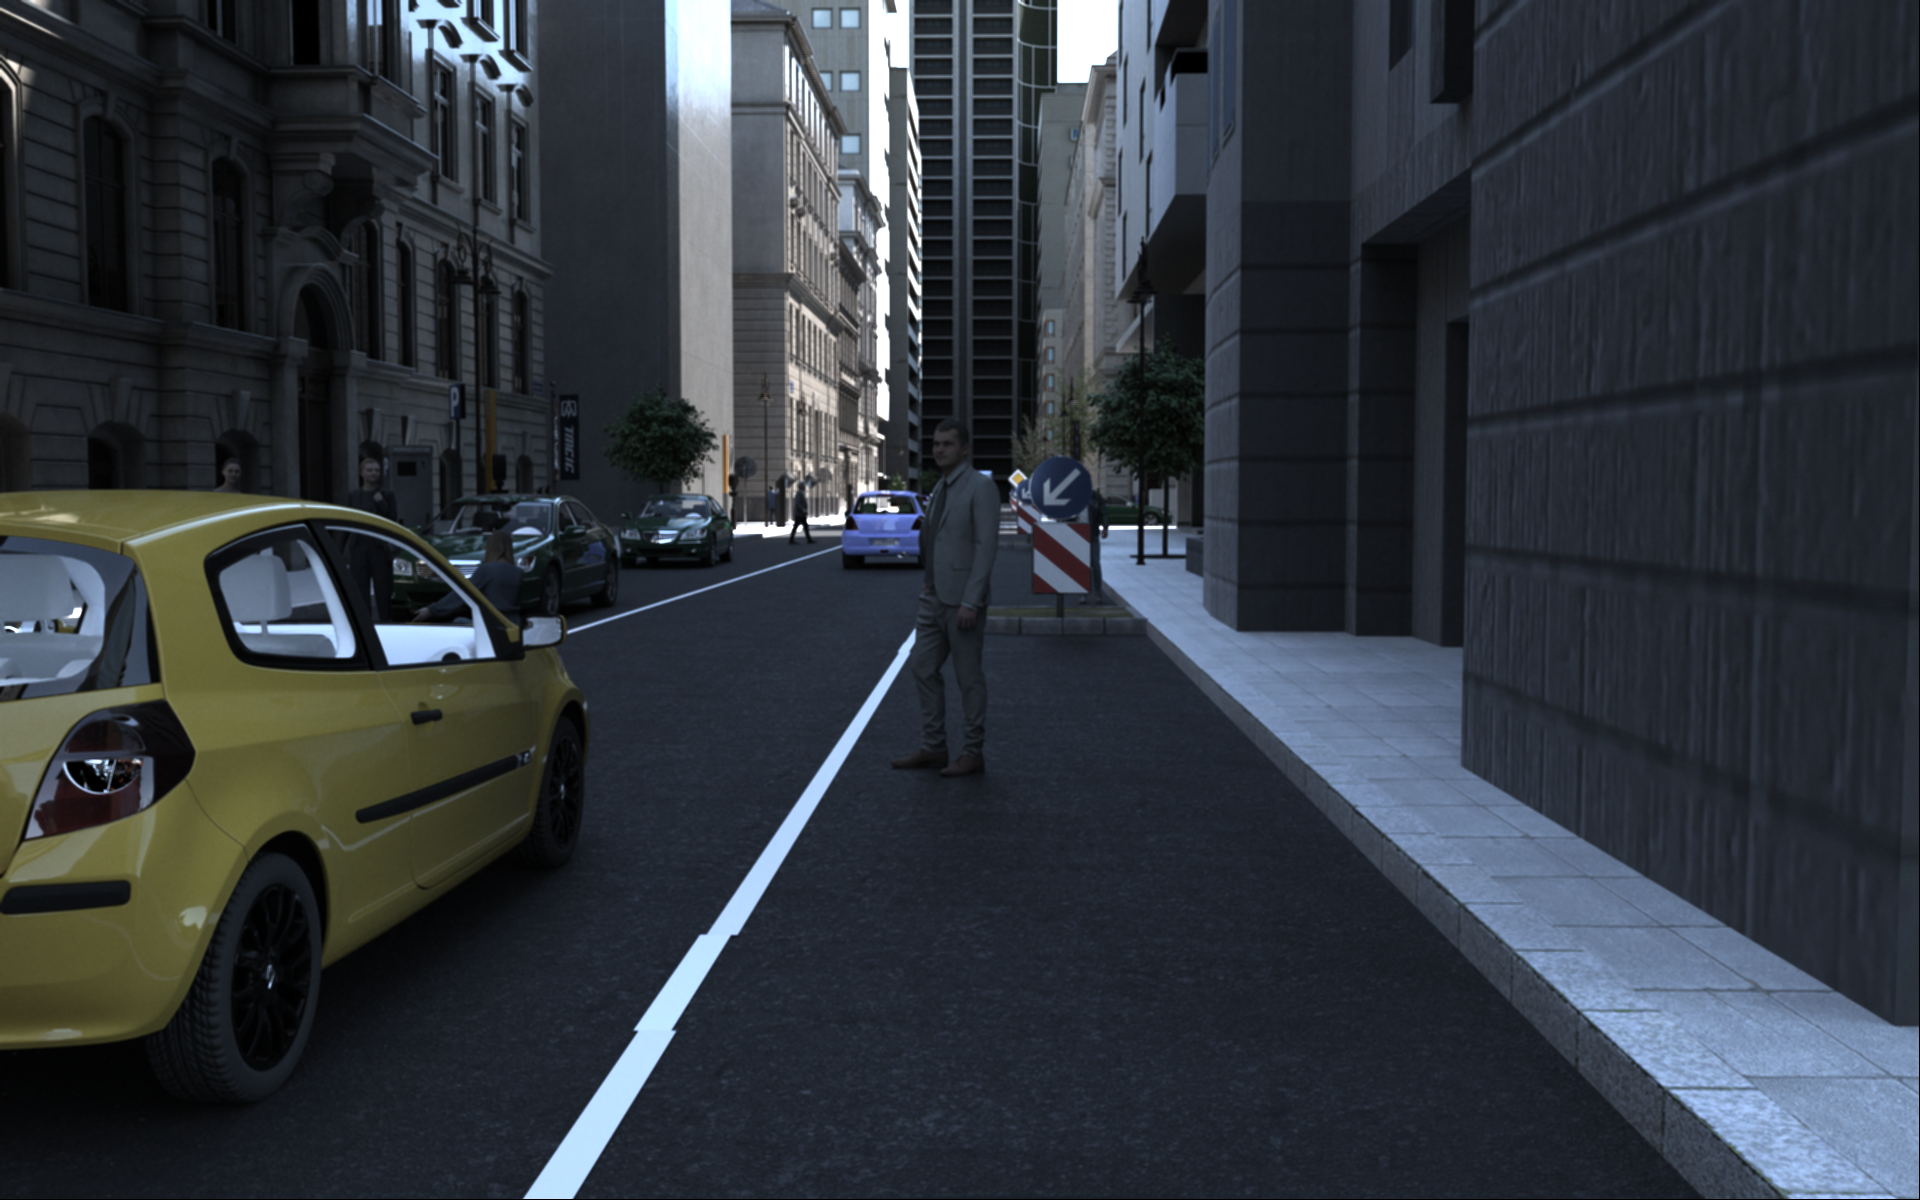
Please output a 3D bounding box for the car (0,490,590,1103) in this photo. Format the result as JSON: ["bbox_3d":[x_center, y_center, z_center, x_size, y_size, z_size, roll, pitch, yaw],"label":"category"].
[{"bbox_3d":[-2.403,0.287,5.531,2.015,1.641,3.980,0,4,2],"label":"car"}]

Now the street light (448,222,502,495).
[{"bbox_3d":[-8.296,-3.486,29.782,0.468,5.910,1.993,0,4,2],"label":"street light"}]

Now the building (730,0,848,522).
[{"bbox_3d":[-13.080,-17.878,89.569,12.463,27.353,25.104,0,4,2],"label":"building"}]

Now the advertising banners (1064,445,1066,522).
[{"bbox_3d":[3.723,-3.999,61.567,0.090,3.025,2.074,0,4,3],"label":"advertising banners"}]

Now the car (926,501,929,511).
[{"bbox_3d":[-0.659,-4.679,85.302,1.959,1.807,4.718,0,4,3],"label":"car"}]

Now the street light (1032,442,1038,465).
[{"bbox_3d":[6.537,-10.889,150.820,0.468,5.910,1.993,0,4,2],"label":"street light"}]

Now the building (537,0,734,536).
[{"bbox_3d":[-23.651,-14.747,60.186,30.058,24.678,14.314,0,4,2],"label":"building"}]

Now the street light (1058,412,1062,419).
[{"bbox_3d":[4.703,-6.470,78.576,0.468,5.910,1.993,0,4,2],"label":"street light"}]

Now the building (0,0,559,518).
[{"bbox_3d":[-16.802,-12.881,29.696,14.460,24.649,34.723,0,4,2],"label":"building"}]

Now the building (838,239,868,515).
[{"bbox_3d":[-11.974,-15.127,111.952,10.561,19.102,19.286,0,4,2],"label":"building"}]

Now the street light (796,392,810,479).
[{"bbox_3d":[-6.982,-6.384,77.168,0.468,5.910,1.993,0,4,2],"label":"street light"}]

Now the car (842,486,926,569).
[{"bbox_3d":[-1.383,-1.525,34.528,1.945,1.707,3.694,0,4,1],"label":"car"}]

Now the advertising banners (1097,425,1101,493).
[{"bbox_3d":[3.530,-2.935,44.178,0.090,3.025,2.074,0,4,4],"label":"advertising banners"}]

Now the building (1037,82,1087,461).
[{"bbox_3d":[19.826,-35.285,200.609,21.300,48.544,21.600,0,4,2],"label":"building"}]

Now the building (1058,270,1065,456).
[{"bbox_3d":[13.156,-17.876,141.419,9.793,20.994,18.267,0,4,2],"label":"building"}]

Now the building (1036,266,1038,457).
[{"bbox_3d":[16.597,-27.362,219.076,14.160,30.474,14.107,0,4,2],"label":"building"}]

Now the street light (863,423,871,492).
[{"bbox_3d":[-6.010,-8.565,112.828,0.468,5.910,1.993,0,4,2],"label":"street light"}]

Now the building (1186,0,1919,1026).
[{"bbox_3d":[13.122,-28.995,16.070,21.231,58.520,28.212,0,4,2],"label":"building"}]

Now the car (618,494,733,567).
[{"bbox_3d":[-5.742,-1.443,35.394,2.131,1.459,4.920,0,4,0],"label":"car"}]

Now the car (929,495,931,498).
[{"bbox_3d":[-2.160,-9.318,161.947,1.945,1.707,3.694,0,4,1],"label":"car"}]

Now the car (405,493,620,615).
[{"bbox_3d":[-5.378,-0.547,20.748,2.131,1.459,4.920,0,4,2],"label":"car"}]

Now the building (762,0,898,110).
[{"bbox_3d":[-20.904,-35.215,165.003,28.713,52.752,27.495,0,4,2],"label":"building"}]

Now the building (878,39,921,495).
[{"bbox_3d":[-15.720,-34.605,189.500,21.300,48.544,21.600,0,4,2],"label":"building"}]

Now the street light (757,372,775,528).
[{"bbox_3d":[-7.338,-5.674,65.551,0.468,5.910,1.993,0,4,2],"label":"street light"}]

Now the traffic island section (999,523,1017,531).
[{"bbox_3d":[2.312,-2.819,68.379,2.009,0.180,2.903,0,4,2],"label":"traffic island section"}]

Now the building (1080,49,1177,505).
[{"bbox_3d":[15.851,-15.460,81.650,19.941,23.489,11.050,0,4,2],"label":"building"}]

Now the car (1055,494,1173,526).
[{"bbox_3d":[6.395,-3.681,71.978,4.920,1.459,2.131,0,4,1],"label":"car"}]

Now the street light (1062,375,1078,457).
[{"bbox_3d":[4.342,-5.798,67.592,0.468,5.910,1.993,0,4,2],"label":"street light"}]

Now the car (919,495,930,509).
[{"bbox_3d":[-3.027,-7.450,134.392,1.945,1.354,3.894,0,4,0],"label":"car"}]

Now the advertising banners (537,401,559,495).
[{"bbox_3d":[-7.646,-2.206,32.261,0.090,3.025,2.074,0,4,-3],"label":"advertising banners"}]

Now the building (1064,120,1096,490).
[{"bbox_3d":[17.132,-18.988,114.975,19.350,26.468,34.151,0,4,2],"label":"building"}]

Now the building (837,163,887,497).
[{"bbox_3d":[-13.282,-21.144,133.087,14.401,28.519,23.554,0,4,2],"label":"building"}]

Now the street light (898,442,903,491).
[{"bbox_3d":[-5.052,-10.744,148.457,0.468,5.910,1.993,0,4,2],"label":"street light"}]

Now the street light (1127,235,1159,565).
[{"bbox_3d":[3.276,-3.574,31.225,0.468,5.910,1.993,0,4,2],"label":"street light"}]

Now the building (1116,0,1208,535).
[{"bbox_3d":[18.979,-28.296,51.886,28.713,52.752,27.495,0,4,2],"label":"building"}]

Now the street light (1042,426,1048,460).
[{"bbox_3d":[5.628,-8.684,114.775,0.468,5.910,1.993,0,4,2],"label":"street light"}]
